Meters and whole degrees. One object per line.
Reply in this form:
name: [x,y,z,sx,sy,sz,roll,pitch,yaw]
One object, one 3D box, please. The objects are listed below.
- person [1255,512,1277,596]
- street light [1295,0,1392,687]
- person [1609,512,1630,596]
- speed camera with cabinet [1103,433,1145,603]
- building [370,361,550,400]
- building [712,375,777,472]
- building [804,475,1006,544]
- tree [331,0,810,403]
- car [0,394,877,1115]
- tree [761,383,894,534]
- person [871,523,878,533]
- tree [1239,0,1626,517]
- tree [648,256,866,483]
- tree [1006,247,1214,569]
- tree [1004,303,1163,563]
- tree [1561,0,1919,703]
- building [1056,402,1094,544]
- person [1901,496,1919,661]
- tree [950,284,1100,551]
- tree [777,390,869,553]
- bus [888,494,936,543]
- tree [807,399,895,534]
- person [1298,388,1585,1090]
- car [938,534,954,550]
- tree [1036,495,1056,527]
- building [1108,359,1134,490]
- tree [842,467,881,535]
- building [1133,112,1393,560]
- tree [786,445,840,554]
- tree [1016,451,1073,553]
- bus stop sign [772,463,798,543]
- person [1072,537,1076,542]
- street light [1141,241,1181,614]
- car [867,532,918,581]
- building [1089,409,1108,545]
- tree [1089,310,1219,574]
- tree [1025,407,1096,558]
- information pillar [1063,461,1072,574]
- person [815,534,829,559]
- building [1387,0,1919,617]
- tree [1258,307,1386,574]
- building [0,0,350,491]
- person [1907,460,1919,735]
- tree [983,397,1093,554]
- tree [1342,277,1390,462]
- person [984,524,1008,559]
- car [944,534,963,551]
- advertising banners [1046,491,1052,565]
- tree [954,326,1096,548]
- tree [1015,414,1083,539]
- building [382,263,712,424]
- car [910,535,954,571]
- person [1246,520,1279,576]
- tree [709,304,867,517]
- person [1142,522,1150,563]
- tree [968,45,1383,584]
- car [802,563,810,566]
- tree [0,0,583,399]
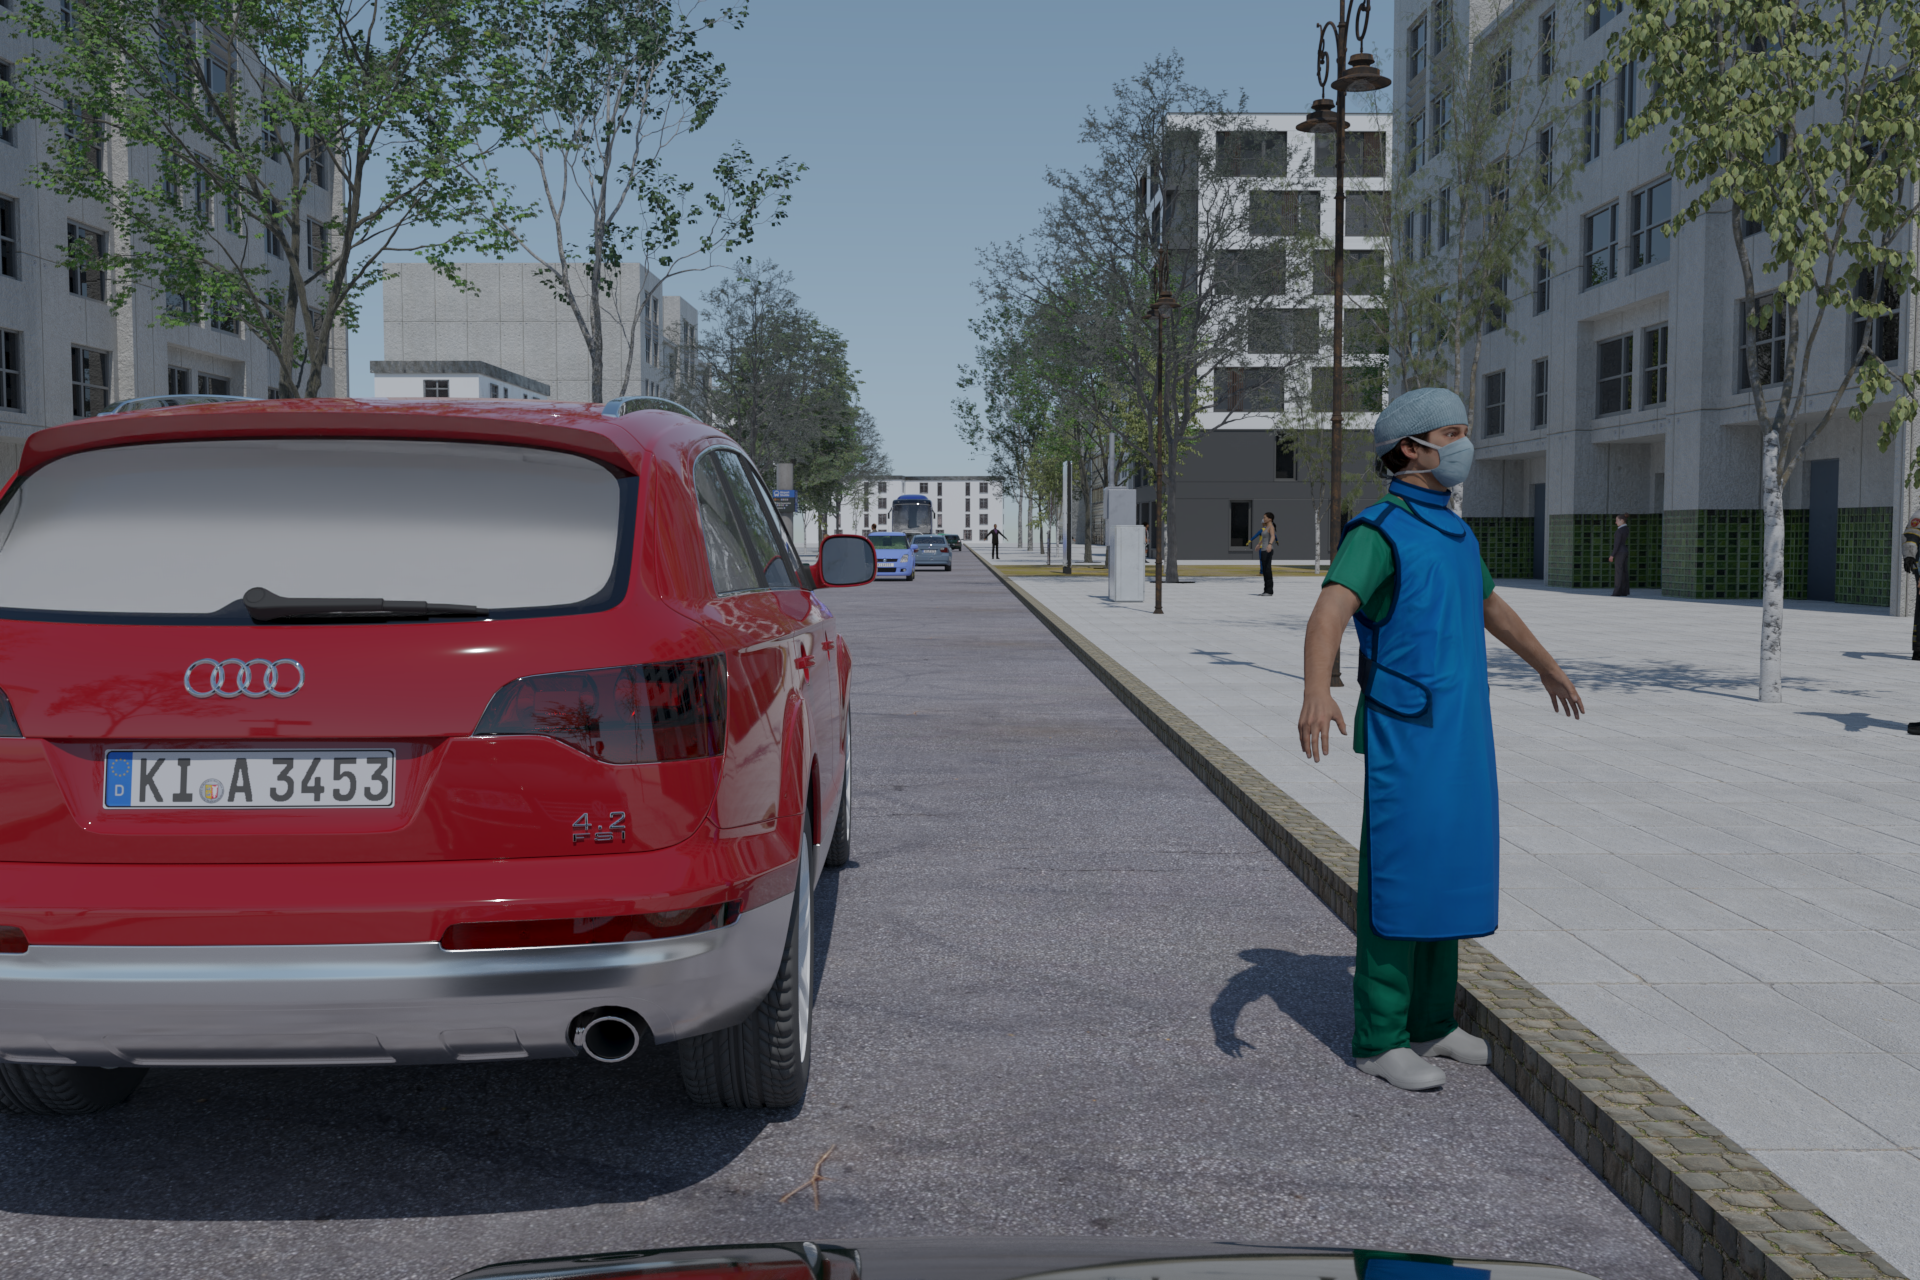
person: [6.286,-1.774,35.822,0.721,1.737,1.217,0,4,-2]
street light: [3.148,-2.546,14.422,0.468,5.910,1.993,0,4,0]
person: [13.619,-1.772,35.811,0.445,1.727,0.742,1,4,12]
speed camera with cabinet: [3.169,-2.383,33.305,0.660,3.252,2.038,0,4,-1]
building: [-27.673,-9.528,97.934,9.099,9.664,28.070,0,3,0]
building: [-26.131,-21.428,206.765,16.016,20.090,11.380,0,4,-1]
building: [-7.742,-18.506,247.169,28.070,9.664,9.099,0,4,6]
tree: [-10.475,-11.641,46.212,12.611,20.169,13.585,0,3,0]
car: [-1.431,0.173,5.839,2.281,1.827,5.304,0,4,-2]
tree: [-10.281,-13.582,132.440,12.009,13.543,11.850,0,3,0]
person: [-2.947,-3.080,59.086,0.705,1.796,1.348,3,5,43]
tree: [6.042,-4.284,20.410,4.360,8.622,3.978,0,3,0]
tree: [-9.306,-10.164,76.552,12.009,13.543,11.850,0,3,0]
tree: [5.497,-8.399,63.074,9.928,11.665,9.643,0,3,0]
tree: [5.538,-9.229,76.646,9.928,11.665,9.643,0,3,0]
tree: [6.189,-3.813,12.706,4.737,8.622,4.395,0,3,0]
building: [22.296,-23.994,223.224,19.493,23.208,18.063,0,4,-1]
person: [9.854,-0.718,17.508,1.351,1.858,0.704,-2,4,-34]
tree: [5.105,-16.776,130.170,12.611,20.169,13.585,0,3,0]
tree: [-9.809,-11.915,120.563,9.928,11.665,9.643,0,3,0]
bus: [-2.936,-7.283,110.619,2.896,3.916,12.251,0,3,0]
tree: [-10.431,-14.409,145.961,12.009,13.543,11.850,0,3,0]
person: [1.249,0.244,4.600,1.347,1.817,0.704,-3,5,-45]
car: [-1.415,-9.065,157.001,1.959,1.807,4.718,0,4,-1]
tree: [15.752,-20.767,246.194,9.857,13.997,8.962,0,3,0]
building: [24.695,-18.939,176.113,16.747,18.905,31.486,0,3,0]
tree: [-9.733,-12.702,158.043,4.360,8.622,3.978,0,3,0]
building: [23.744,-15.703,100.714,27.936,21.610,32.646,0,4,-1]
tree: [-9.803,-9.837,111.202,4.737,8.622,4.395,0,3,0]
tree: [5.996,-10.202,117.170,4.737,8.622,4.395,0,3,0]
bus stop sign: [-6.539,-4.633,64.766,0.837,3.901,0.837,0,4,1]
person: [5.375,-4.900,86.301,0.705,1.806,1.347,-1,4,-21]
street light: [3.191,-3.357,27.675,0.468,5.910,1.993,0,3,0]
car: [-2.261,-2.704,53.794,1.945,1.707,3.694,0,4,0]
building: [25.540,-22.869,204.831,19.493,23.208,18.063,0,4,0]
tree: [6.410,-6.432,55.531,4.737,8.622,4.395,0,3,0]
tree: [5.361,-8.824,94.640,4.737,8.622,4.395,0,3,0]
information pillar: [3.486,-3.973,56.269,0.184,3.620,1.656,0,4,-1]
person: [-3.635,-2.121,46.404,0.599,1.433,0.991,-2,4,-28]
building: [22.785,-10.734,41.955,16.747,18.905,31.486,0,4,0]
tree: [11.582,-6.455,55.901,4.360,8.622,3.978,0,3,0]
building: [-28.835,-10.784,42.779,16.747,18.905,31.486,0,4,-1]
person: [6.280,-0.322,11.101,0.704,1.849,1.345,2,4,29]
tree: [4.907,-10.725,109.766,7.601,10.594,8.767,0,4,6]
tree: [17.580,-8.386,62.862,9.928,11.665,9.643,0,3,0]
person: [1.807,-5.008,88.100,1.346,1.802,0.704,-1,4,-22]
car: [-0.720,-8.302,145.519,2.009,1.686,4.222,0,4,0]
advertising banners: [3.691,-4.610,71.556,0.090,3.025,2.074,0,4,-1]
tree: [5.899,-18.350,155.907,12.611,20.169,13.585,0,3,0]
tree: [5.820,-9.221,101.132,4.360,8.622,3.978,0,3,0]
building: [-29.113,-16.051,128.889,16.747,18.905,31.486,0,4,0]
car: [-1.213,-3.407,67.706,2.014,1.417,4.499,0,4,-1]
person: [9.325,-2.864,53.285,1.216,1.772,0.721,-2,4,-27]
tree: [-9.726,-11.658,97.256,9.857,13.997,8.962,0,3,0]
person: [8.245,-4.313,76.664,0.704,1.843,1.345,1,4,11]
tree: [5.417,-8.221,44.778,12.009,13.543,11.850,0,3,0]
car: [-3.028,-0.864,23.911,2.009,1.686,4.222,0,3,0]
tree: [-9.323,-6.028,24.314,9.928,11.665,9.643,0,3,0]
